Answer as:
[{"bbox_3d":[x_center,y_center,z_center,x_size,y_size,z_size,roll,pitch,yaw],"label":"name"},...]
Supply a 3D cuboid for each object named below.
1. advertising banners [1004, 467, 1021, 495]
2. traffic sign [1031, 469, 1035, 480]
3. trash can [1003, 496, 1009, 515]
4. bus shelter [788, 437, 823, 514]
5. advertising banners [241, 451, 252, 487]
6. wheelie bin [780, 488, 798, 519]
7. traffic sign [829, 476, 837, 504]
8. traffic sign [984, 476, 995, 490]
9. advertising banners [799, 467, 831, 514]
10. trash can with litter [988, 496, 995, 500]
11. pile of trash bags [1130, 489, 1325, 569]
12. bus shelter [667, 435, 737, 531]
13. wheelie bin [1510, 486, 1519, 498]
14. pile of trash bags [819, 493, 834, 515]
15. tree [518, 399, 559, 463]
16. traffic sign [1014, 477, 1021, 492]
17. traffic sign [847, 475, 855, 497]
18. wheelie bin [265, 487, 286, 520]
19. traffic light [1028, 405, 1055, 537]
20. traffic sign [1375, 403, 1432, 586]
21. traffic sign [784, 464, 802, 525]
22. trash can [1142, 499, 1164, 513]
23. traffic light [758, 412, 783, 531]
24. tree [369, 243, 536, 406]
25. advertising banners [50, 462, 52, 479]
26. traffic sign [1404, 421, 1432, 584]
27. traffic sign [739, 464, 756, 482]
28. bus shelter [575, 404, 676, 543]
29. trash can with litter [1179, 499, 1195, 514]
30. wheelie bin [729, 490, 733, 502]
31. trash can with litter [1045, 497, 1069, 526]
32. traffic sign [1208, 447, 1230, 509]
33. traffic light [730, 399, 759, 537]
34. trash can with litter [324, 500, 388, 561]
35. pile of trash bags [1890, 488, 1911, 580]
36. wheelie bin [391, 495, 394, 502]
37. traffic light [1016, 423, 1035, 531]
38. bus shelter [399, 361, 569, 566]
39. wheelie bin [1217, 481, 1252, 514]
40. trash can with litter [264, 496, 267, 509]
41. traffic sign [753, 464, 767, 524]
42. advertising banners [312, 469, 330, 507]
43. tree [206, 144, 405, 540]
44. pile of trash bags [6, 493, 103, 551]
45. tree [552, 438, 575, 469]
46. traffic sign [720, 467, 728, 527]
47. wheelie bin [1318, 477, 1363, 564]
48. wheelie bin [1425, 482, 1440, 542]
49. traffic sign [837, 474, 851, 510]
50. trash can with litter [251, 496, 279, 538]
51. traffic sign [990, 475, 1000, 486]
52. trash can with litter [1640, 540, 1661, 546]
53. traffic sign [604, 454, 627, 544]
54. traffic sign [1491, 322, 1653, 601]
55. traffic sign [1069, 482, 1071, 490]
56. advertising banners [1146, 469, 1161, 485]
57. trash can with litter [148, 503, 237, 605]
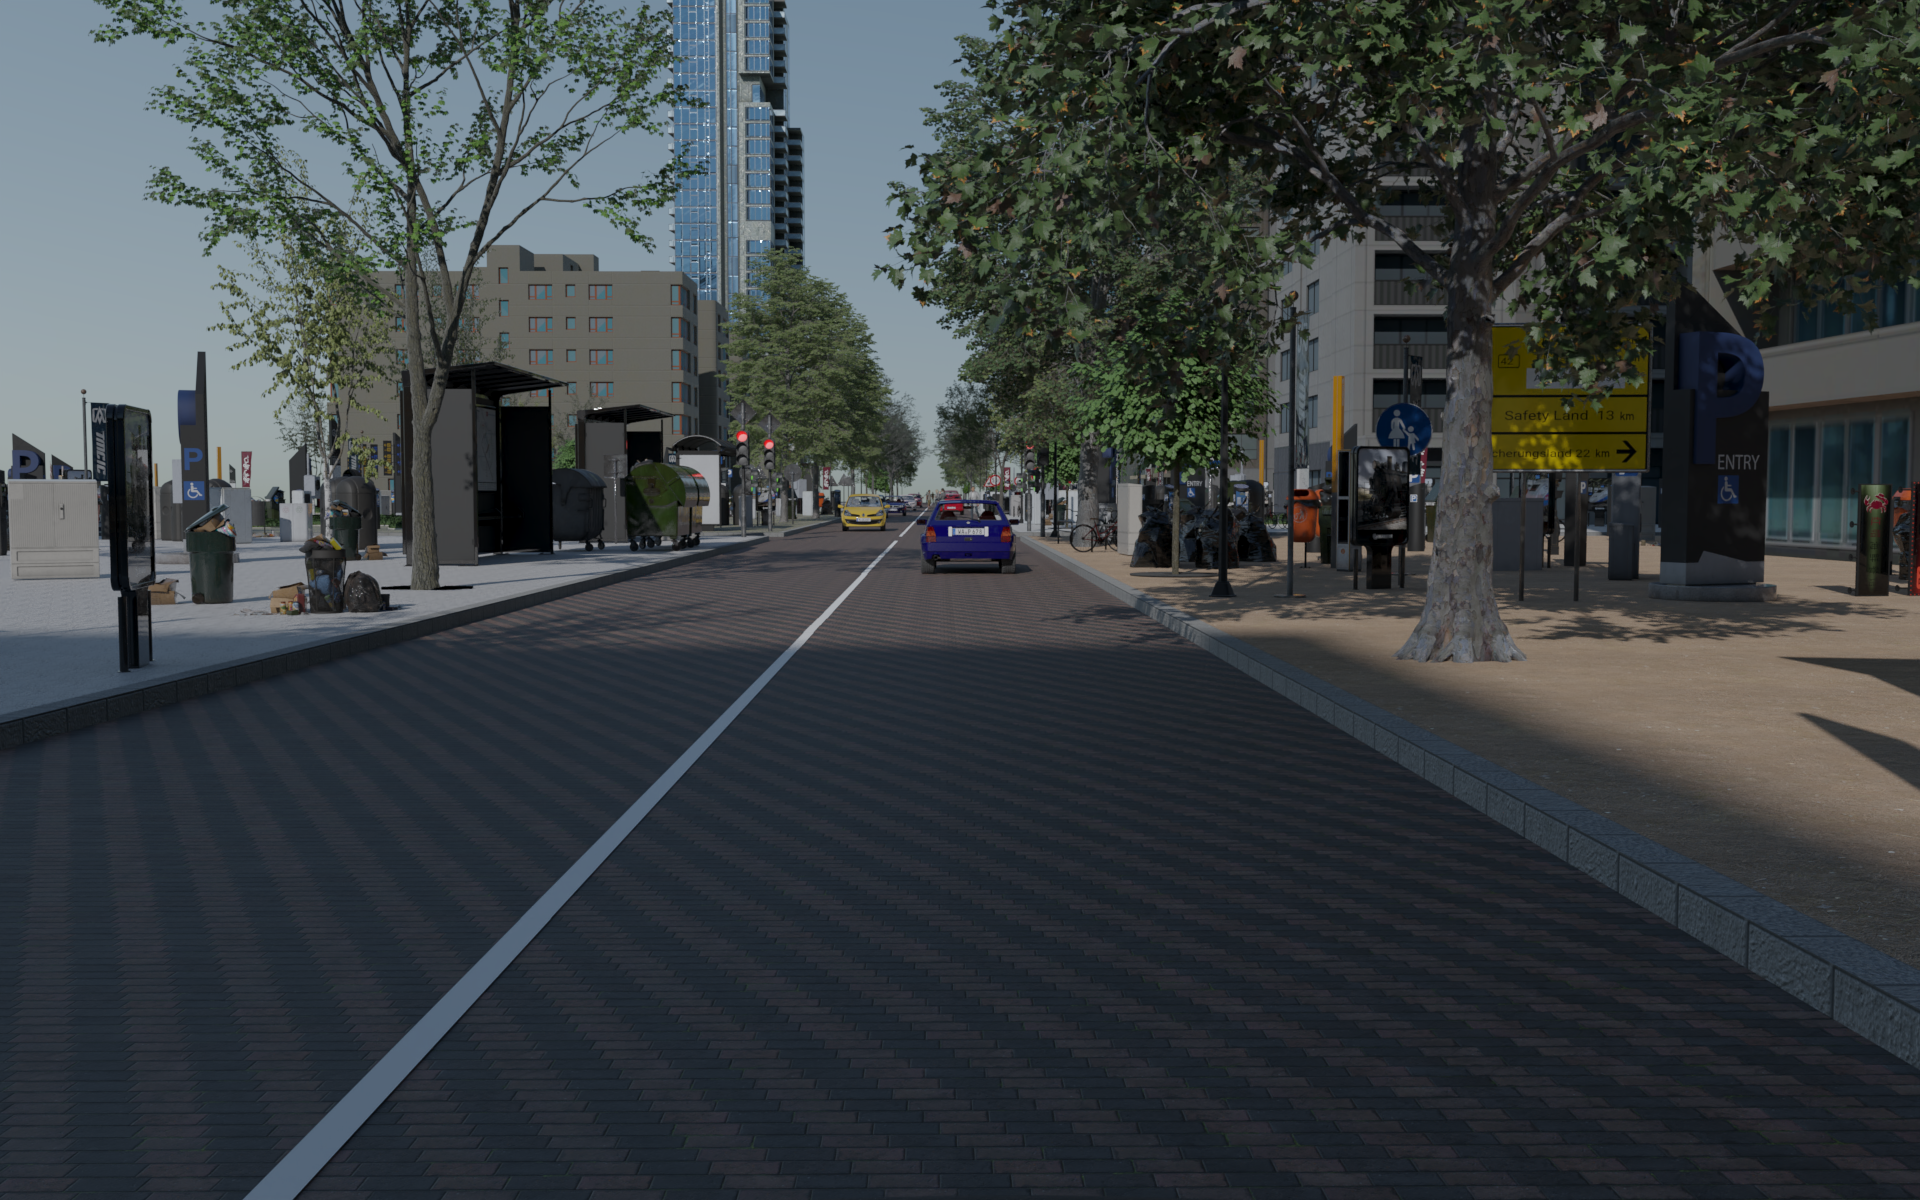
[{"bbox_3d":[3.779,-7.079,111.927,2.074,3.025,0.090,0,4,6],"label":"advertising banners"},{"bbox_3d":[3.669,-4.920,80.541,0.768,2.556,0.104,0,4,3],"label":"traffic sign"},{"bbox_3d":[2.912,-5.922,108.478,0.748,1.137,0.748,0,3,0],"label":"trash can"},{"bbox_3d":[-10.694,-8.589,118.065,2.179,5.291,8.768,0,4,-1],"label":"bus shelter"},{"bbox_3d":[-29.791,-4.565,70.820,2.074,3.025,0.090,1,4,16],"label":"advertising banners"},{"bbox_3d":[-8.702,-4.880,87.702,0.980,1.594,0.693,-3,5,-40],"label":"wheelie bin"},{"bbox_3d":[-8.902,-7.358,120.314,0.884,2.594,0.081,0,4,4],"label":"traffic sign"},{"bbox_3d":[2.116,-7.541,123.291,0.884,2.594,0.081,0,4,3],"label":"traffic sign"},{"bbox_3d":[-9.287,-7.028,111.100,2.074,3.025,0.090,-1,4,-19],"label":"advertising banners"},{"bbox_3d":[2.245,-6.009,109.638,1.055,1.170,0.624,3,5,43],"label":"trash can with litter"},{"bbox_3d":[4.624,-1.263,30.404,3.447,1.369,1.912,2,4,25],"label":"pile of trash bags"},{"bbox_3d":[-9.023,-4.161,61.949,2.014,3.302,5.546,0,4,-1],"label":"bus shelter"},{"bbox_3d":[32.510,-5.658,100.411,0.980,1.594,0.693,-3,4,-37],"label":"wheelie bin"},{"bbox_3d":[-8.764,-6.004,107.920,1.912,1.369,3.447,0,4,0],"label":"pile of trash bags"},{"bbox_3d":[-32.426,-11.036,130.803,4.737,8.622,4.395,0,3,0],"label":"tree"},{"bbox_3d":[4.124,-7.321,119.806,0.768,2.556,0.104,0,4,4],"label":"traffic sign"},{"bbox_3d":[-7.506,-7.129,116.564,0.884,2.594,0.081,0,4,0],"label":"traffic sign"},{"bbox_3d":[-28.724,-3.964,72.716,0.693,1.594,0.980,-3,5,-45],"label":"wheelie bin"},{"bbox_3d":[2.448,-3.829,51.519,0.839,4.253,0.868,0,4,-1],"label":"traffic light"},{"bbox_3d":[6.190,-1.476,24.243,0.768,2.556,0.104,1,4,8],"label":"traffic sign"},{"bbox_3d":[-7.005,-4.429,72.528,0.768,2.556,0.104,0,4,6],"label":"traffic sign"},{"bbox_3d":[5.288,-2.201,47.641,0.748,1.137,0.748,0,3,0],"label":"trash can"},{"bbox_3d":[-6.500,-4.310,59.391,0.839,4.253,0.868,0,4,-1],"label":"traffic light"},{"bbox_3d":[-14.138,-5.976,48.066,4.360,8.622,3.978,0,3,0],"label":"tree"},{"bbox_3d":[-48.153,-5.839,91.657,0.090,3.025,2.074,-2,4,-30],"label":"advertising banners"},{"bbox_3d":[6.341,-1.508,24.765,0.768,2.556,0.104,0,4,6],"label":"traffic sign"},{"bbox_3d":[-8.885,-4.435,72.614,0.768,2.556,0.104,1,4,9],"label":"traffic sign"},{"bbox_3d":[-9.254,-3.490,48.341,1.731,3.624,6.357,0,4,-1],"label":"bus shelter"},{"bbox_3d":[11.014,-4.515,85.208,0.624,1.170,1.055,3,5,40],"label":"trash can with litter"},{"bbox_3d":[-16.239,-6.851,119.914,0.980,1.594,0.693,-2,4,-29],"label":"wheelie bin"},{"bbox_3d":[3.850,-3.618,70.547,1.055,1.170,0.624,-1,4,-22],"label":"trash can with litter"},{"bbox_3d":[5.110,-2.157,35.366,0.768,2.556,0.104,0,4,6],"label":"traffic sign"},{"bbox_3d":[-6.412,-3.822,51.406,0.839,4.253,0.868,0,4,-1],"label":"traffic light"},{"bbox_3d":[-11.685,-1.353,33.517,0.624,1.170,1.055,3,5,43],"label":"trash can with litter"},{"bbox_3d":[14.972,-0.995,26.019,1.912,1.369,3.447,0,4,1],"label":"pile of trash bags"},{"bbox_3d":[-27.062,-4.657,84.043,0.980,1.594,0.693,-2,4,-30],"label":"wheelie bin"},{"bbox_3d":[2.361,-4.317,59.504,0.839,4.253,0.868,0,4,-1],"label":"traffic light"},{"bbox_3d":[-9.121,-2.598,33.757,1.731,3.624,6.357,0,4,-1],"label":"bus shelter"},{"bbox_3d":[6.891,-2.182,43.576,0.980,1.594,0.693,3,5,43],"label":"wheelie bin"},{"bbox_3d":[-40.096,-5.488,101.111,1.055,1.170,0.624,1,4,23],"label":"trash can with litter"},{"bbox_3d":[-8.650,-4.555,74.482,0.884,2.594,0.081,0,3,0],"label":"traffic sign"},{"bbox_3d":[-44.737,-7.630,120.932,2.074,3.025,0.090,-3,5,-44],"label":"advertising banners"},{"bbox_3d":[-13.516,-5.276,36.625,4.737,8.622,4.395,0,3,0],"label":"tree"},{"bbox_3d":[-21.299,-1.841,39.846,3.447,1.369,1.912,1,4,11],"label":"pile of trash bags"},{"bbox_3d":[-19.010,-6.325,87.120,4.285,4.588,4.351,0,3,0],"label":"tree"},{"bbox_3d":[-9.189,-3.937,66.493,0.606,2.300,0.079,0,4,5],"label":"traffic sign"},{"bbox_3d":[6.996,-1.461,31.791,0.980,1.594,0.693,3,5,43],"label":"wheelie bin"},{"bbox_3d":[12.749,-2.327,45.952,0.693,1.594,0.980,-1,4,-12],"label":"wheelie bin"},{"bbox_3d":[-7.283,-6.647,108.683,0.884,2.594,0.081,0,4,5],"label":"traffic sign"},{"bbox_3d":[-21.269,-2.467,51.393,2.233,1.210,1.678,0,4,-5],"label":"trash can with litter"},{"bbox_3d":[2.303,-6.885,112.673,0.768,2.556,0.104,0,4,0],"label":"traffic sign"},{"bbox_3d":[17.600,-1.940,42.775,2.233,1.210,1.678,2,4,24],"label":"trash can with litter"},{"bbox_3d":[-8.846,-2.590,44.475,0.606,2.300,0.079,0,4,4],"label":"traffic sign"},{"bbox_3d":[7.057,-1.638,20.653,2.265,3.308,0.079,0,4,4],"label":"traffic sign"},{"bbox_3d":[5.305,-5.098,83.451,0.768,2.556,0.104,0,4,4],"label":"traffic sign"},{"bbox_3d":[13.872,-7.797,123.675,0.090,3.025,2.074,-2,4,-24],"label":"advertising banners"},{"bbox_3d":[-8.987,-0.538,20.186,1.055,1.170,0.624,-1,4,-21],"label":"trash can with litter"}]
